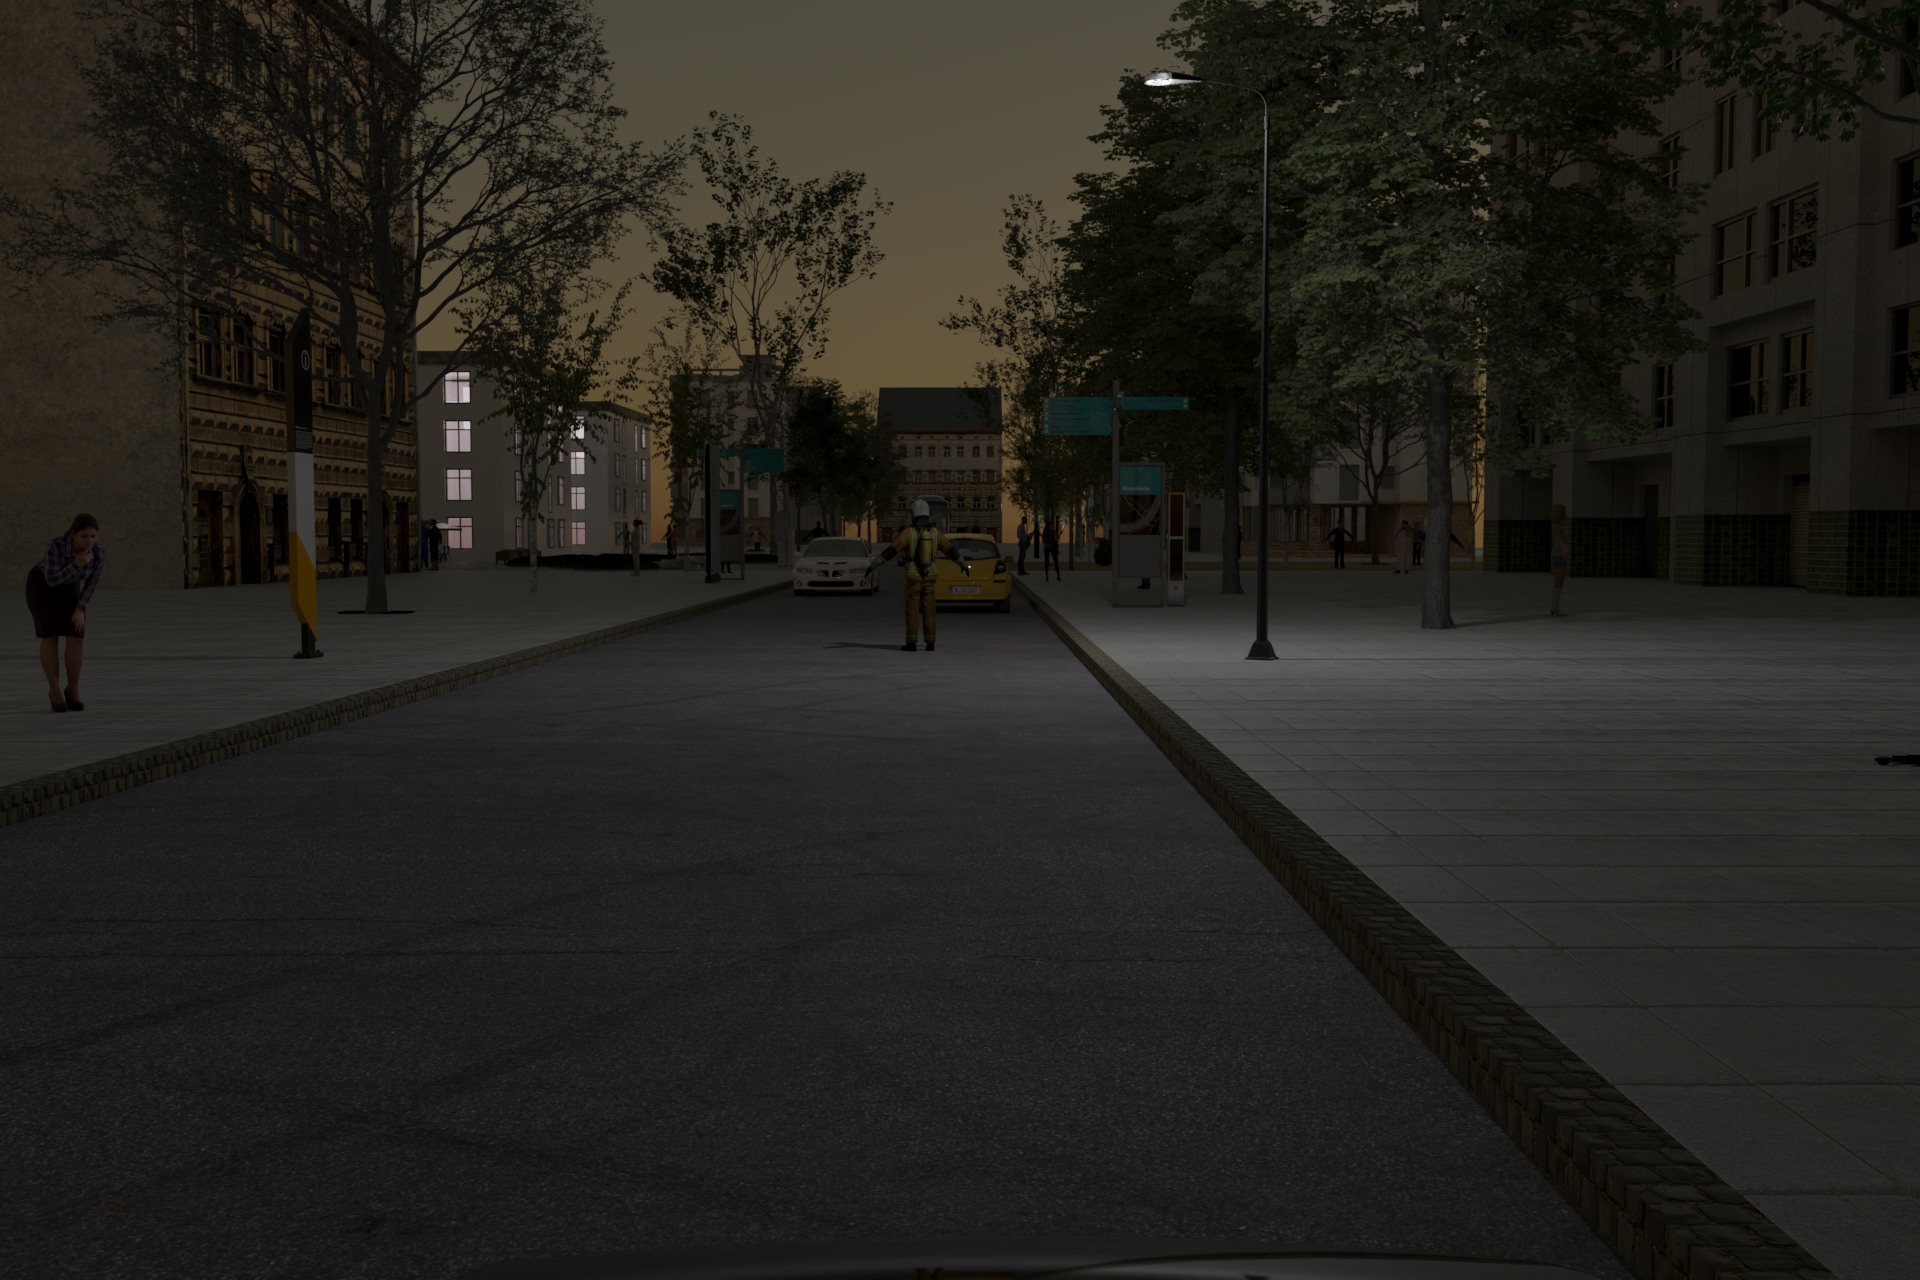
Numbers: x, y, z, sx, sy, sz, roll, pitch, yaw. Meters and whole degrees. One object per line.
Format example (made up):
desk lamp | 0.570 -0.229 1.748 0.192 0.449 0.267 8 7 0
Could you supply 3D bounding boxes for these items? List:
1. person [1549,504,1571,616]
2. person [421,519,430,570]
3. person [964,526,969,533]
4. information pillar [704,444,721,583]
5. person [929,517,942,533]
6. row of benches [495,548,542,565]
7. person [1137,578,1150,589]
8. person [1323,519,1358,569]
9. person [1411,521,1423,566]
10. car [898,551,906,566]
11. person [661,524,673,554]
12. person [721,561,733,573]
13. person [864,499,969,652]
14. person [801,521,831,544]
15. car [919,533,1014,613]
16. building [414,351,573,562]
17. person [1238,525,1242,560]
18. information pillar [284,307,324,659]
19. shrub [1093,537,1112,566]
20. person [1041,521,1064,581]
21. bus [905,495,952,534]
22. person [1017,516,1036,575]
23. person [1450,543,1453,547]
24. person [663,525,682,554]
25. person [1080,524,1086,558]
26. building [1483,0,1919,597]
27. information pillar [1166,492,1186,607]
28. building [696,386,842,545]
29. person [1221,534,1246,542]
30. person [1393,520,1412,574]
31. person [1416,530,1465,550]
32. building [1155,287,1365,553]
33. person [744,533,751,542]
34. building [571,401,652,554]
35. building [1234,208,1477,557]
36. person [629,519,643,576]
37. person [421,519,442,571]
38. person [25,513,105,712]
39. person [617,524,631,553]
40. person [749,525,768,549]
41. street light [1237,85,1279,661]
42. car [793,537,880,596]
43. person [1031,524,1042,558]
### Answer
person | 9.445 -1.251 27.073 0.721 1.753 1.214 1 4 16
person | -19.388 -3.445 62.452 1.347 1.817 0.704 1 4 13
person | 0.327 -3.656 68.954 1.216 1.740 0.721 -3 5 -40
information pillar | -6.545 -3.333 45.808 0.184 3.620 1.656 0 4 0
person | -0.660 -2.024 41.411 1.347 1.847 0.705 -2 4 -31
row of benches | -18.797 -3.562 73.705 1.422 0.672 4.104 0 4 6
person | 4.291 -2.113 40.419 0.704 1.845 1.351 0 4 1
person | 14.145 -3.580 64.460 1.347 1.837 0.705 0 4 -5
person | 18.631 -3.938 70.509 0.705 1.813 1.348 -3 4 -36
car | -1.873 -4.049 78.210 2.014 1.417 4.499 0 4 1
person | -16.855 -5.785 100.371 0.705 1.856 1.354 -3 5 -44
person | -7.623 -3.056 56.735 1.217 1.736 0.721 -3 5 -42
person | -0.497 -0.794 21.202 1.354 1.858 0.705 -1 4 -20
person | -5.609 -3.812 68.544 1.346 1.802 0.704 -1 4 -21
car | 0.047 -1.376 32.724 2.015 1.641 3.980 0 4 -1
building | -25.364 -9.255 93.473 9.099 9.664 28.070 0 4 0
person | 13.805 -4.872 86.384 0.721 1.740 1.216 2 4 29
information pillar | -6.756 -1.616 17.769 0.183 3.616 0.504 0 4 1
shrub | 5.738 -3.531 68.852 1.383 1.207 1.383 0 3 0
person | 2.505 -2.415 47.004 0.593 1.643 0.415 -2 4 -23
bus | -1.940 -7.438 113.165 2.896 3.916 12.251 0 3 0
person | 2.076 -2.935 53.903 0.599 1.838 0.709 1 4 10
person | 18.700 -3.510 66.647 0.991 1.433 0.599 -3 5 -45
person | -13.603 -4.605 82.093 0.721 1.733 1.217 2 4 32
person | 6.662 -5.414 94.664 0.704 1.843 1.345 0 4 5
building | 26.391 -10.809 43.189 16.747 18.905 31.486 0 4 0
information pillar | 3.809 -1.598 30.622 0.304 2.012 0.304 0 3 0
building | -24.756 -21.825 223.301 16.747 18.905 31.486 0 4 0
person | 12.837 -4.620 81.513 1.349 1.833 0.705 3 5 40
person | 14.416 -3.027 56.197 0.551 1.740 0.621 -2 4 -35
person | 11.700 -2.223 42.326 1.345 1.831 0.704 -1 4 -18
building | 24.902 -16.268 132.447 16.747 18.905 31.486 0 4 1
person | -10.352 -4.520 80.095 1.347 1.806 0.705 0 4 -8
building | -26.446 -11.094 123.534 9.099 9.664 28.070 0 4 1
building | 22.135 -15.348 107.356 16.016 20.090 11.380 0 4 0
person | -10.011 -2.833 53.088 0.721 1.739 1.217 0 4 -3
person | -18.531 -3.351 60.932 0.704 1.812 1.346 1 4 13
person | -6.392 -0.194 12.443 0.697 1.427 0.421 3 4 36
person | -17.688 -5.238 91.909 1.348 1.796 0.705 1 4 23
person | -10.906 -5.328 93.578 1.216 1.772 0.721 2 4 27
street light | 3.631 -2.752 17.542 1.470 5.913 1.316 0 3 0
car | -2.938 -1.800 41.784 2.083 1.381 4.827 0 4 0
person | 4.093 -5.227 91.652 0.705 1.806 1.347 -2 4 -33
